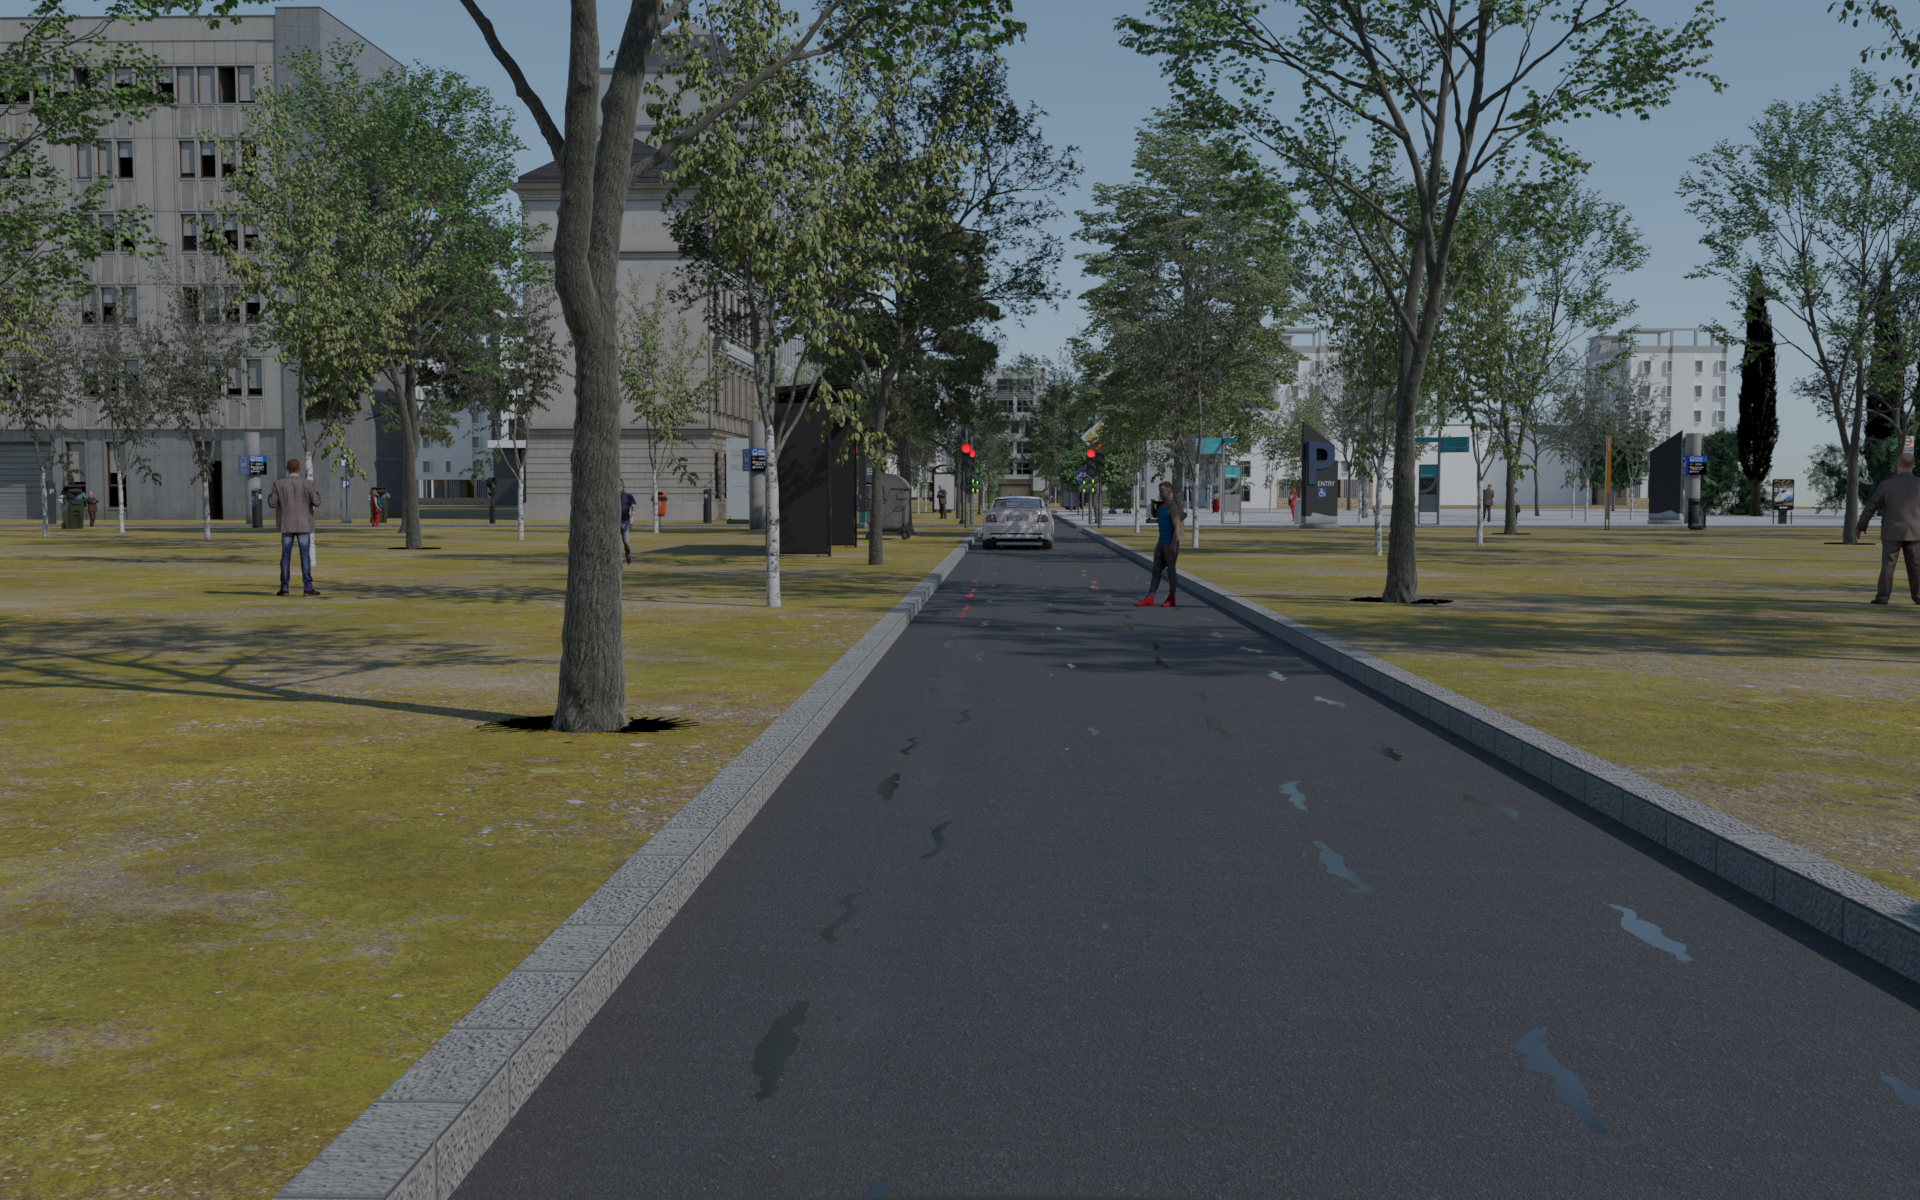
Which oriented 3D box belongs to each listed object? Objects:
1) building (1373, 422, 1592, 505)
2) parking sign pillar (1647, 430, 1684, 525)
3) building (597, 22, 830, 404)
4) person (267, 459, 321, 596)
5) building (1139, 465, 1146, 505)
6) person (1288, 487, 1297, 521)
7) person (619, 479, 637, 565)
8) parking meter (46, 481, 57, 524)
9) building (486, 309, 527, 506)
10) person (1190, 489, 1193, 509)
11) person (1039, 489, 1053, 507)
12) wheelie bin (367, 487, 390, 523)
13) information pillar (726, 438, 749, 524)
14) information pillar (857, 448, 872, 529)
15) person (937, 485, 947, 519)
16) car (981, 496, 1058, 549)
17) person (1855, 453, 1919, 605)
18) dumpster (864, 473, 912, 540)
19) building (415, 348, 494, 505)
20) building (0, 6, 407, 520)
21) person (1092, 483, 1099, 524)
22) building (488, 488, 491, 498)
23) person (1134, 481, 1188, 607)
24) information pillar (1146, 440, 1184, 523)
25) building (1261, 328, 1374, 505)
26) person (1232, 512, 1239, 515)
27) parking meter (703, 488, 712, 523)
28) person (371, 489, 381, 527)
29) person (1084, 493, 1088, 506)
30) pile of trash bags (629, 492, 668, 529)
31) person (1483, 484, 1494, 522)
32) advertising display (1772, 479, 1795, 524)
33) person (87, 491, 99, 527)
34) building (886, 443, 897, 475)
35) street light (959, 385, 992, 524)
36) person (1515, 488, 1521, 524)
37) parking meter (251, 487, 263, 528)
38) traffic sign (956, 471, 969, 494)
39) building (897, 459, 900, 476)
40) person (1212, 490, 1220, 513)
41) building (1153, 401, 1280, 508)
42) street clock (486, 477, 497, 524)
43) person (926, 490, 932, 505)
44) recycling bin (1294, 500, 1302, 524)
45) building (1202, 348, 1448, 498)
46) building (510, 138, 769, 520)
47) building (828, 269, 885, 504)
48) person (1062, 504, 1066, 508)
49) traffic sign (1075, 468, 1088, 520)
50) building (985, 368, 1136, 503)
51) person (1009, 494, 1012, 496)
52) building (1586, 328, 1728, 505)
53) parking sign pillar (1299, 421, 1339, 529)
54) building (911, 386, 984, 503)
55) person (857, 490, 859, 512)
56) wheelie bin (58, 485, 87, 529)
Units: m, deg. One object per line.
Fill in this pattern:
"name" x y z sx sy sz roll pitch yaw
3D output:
"building" 61.420 -16.208 207.140 28.070 9.664 9.099 0 4 2
"parking sign pillar" 29.931 -5.193 73.384 1.447 3.967 1.447 3 4 38
"building" -15.917 -20.820 117.905 11.434 29.767 29.804 0 4 2
"person" -8.350 -0.912 21.773 0.655 1.722 0.431 -1 4 -10
"building" 25.714 -15.712 199.037 9.099 9.664 28.070 0 4 2
"person" 15.760 -4.541 81.989 0.593 1.614 0.444 -1 4 -21
"person" -6.022 -1.399 31.134 0.569 1.553 0.471 2 4 35
"parking meter" -38.723 -4.162 73.767 0.255 1.863 0.399 3 4 37
"building" -35.618 -21.840 201.065 32.646 21.610 27.936 0 4 2
"person" 19.393 -8.450 145.112 0.530 1.710 0.541 3 4 36
"person" 5.114 -5.760 103.206 0.617 1.759 0.750 2 4 34
"wheelie bin" -25.656 -4.199 76.565 0.980 1.594 0.693 -3 5 -39
"information pillar" -9.064 -5.017 73.340 1.656 3.620 0.184 0 4 -8
"information pillar" -3.369 -4.608 64.712 0.750 3.857 0.750 -2 4 -26
"person" -0.948 -5.058 89.432 0.565 1.739 0.600 1 4 10
"car" 1.585 -2.091 46.554 2.083 1.381 4.827 0 4 3
"person" 10.913 -0.827 20.123 0.990 1.755 0.434 1 4 13
"dumpster" -2.039 -2.646 49.024 1.264 1.857 1.865 0 4 2
"building" -57.662 -21.451 207.148 11.380 20.091 16.016 0 4 2
"building" -40.693 -16.680 90.733 19.932 24.808 12.078 0 4 2
"person" 5.895 -4.193 75.150 0.434 1.755 0.990 1 4 21
"building" -55.737 -23.677 253.578 31.486 18.905 16.747 0 4 2
"person" 2.571 -0.718 22.105 0.662 1.594 0.647 -2 4 -33
"information pillar" 8.977 -5.167 75.789 1.656 3.620 0.184 0 4 1
"building" 41.584 -21.227 203.483 11.380 20.091 16.016 0 4 2
"person" 17.259 -6.129 108.307 0.516 1.574 0.319 1 4 11
"parking meter" -11.124 -4.150 76.260 0.372 1.533 0.369 0 3 0
"person" -23.319 -3.606 69.167 0.444 1.614 0.593 -1 4 -13
"person" 13.715 -11.160 189.318 0.742 1.727 0.445 0 4 3
"pile of trash bags" -12.510 -3.312 63.901 3.447 1.369 1.912 0 4 -6
"person" 24.033 -4.419 78.982 0.565 1.739 0.600 -1 4 -11
"advertising display" 35.053 -4.194 73.778 0.974 1.923 0.123 -1 4 -10
"person" -35.558 -3.686 71.029 0.388 1.546 0.482 1 4 9
"building" -13.445 -21.383 206.028 11.380 20.091 16.016 0 4 2
"street light" 0.639 -6.180 73.580 1.470 5.913 1.316 0 4 2
"person" 23.506 -3.995 73.572 0.590 1.554 0.614 2 4 31
"parking meter" -26.776 -3.520 65.962 0.372 1.533 0.369 0 3 0
"traffic sign" 0.238 -5.033 82.301 0.884 2.594 0.081 1 4 10
"building" -23.824 -23.593 252.198 31.486 18.905 16.747 0 4 2
"person" 17.162 -6.589 116.245 0.523 1.526 0.387 1 4 21
"building" 24.793 -13.999 171.035 9.099 9.664 28.070 0 4 2
"street clock" -20.231 -4.300 74.874 0.358 2.002 0.471 1 4 18
"person" -3.576 -12.244 207.025 1.217 1.735 0.721 2 4 31
"recycling bin" 14.784 -3.770 74.200 0.722 1.027 0.722 -1 4 -11
"building" 51.718 -25.090 254.201 32.646 21.610 27.936 0 4 2
"building" -16.435 -13.983 93.257 10.561 19.102 19.286 0 4 2
"building" -22.223 -19.676 165.676 27.936 21.610 32.646 0 4 2
"person" 9.700 -9.355 159.661 0.621 1.740 0.551 -2 4 -24
"traffic sign" 5.994 -5.161 84.485 0.768 2.556 0.104 1 4 10
"building" 19.481 -23.501 250.699 31.486 18.905 16.747 0 4 2
"person" 4.330 -8.880 156.879 0.799 1.438 0.628 -3 5 -40
"building" 81.325 -21.232 203.566 11.380 20.091 16.016 0 4 2
"parking sign pillar" 13.378 -4.644 64.397 1.447 3.967 1.447 -1 4 -15
"building" -2.349 -24.068 249.937 11.380 20.091 16.016 0 4 2
"person" -4.953 -4.583 83.523 0.613 1.512 0.480 0 4 -4
"wheelie bin" -32.617 -3.414 63.730 0.693 1.594 0.980 3 4 37
